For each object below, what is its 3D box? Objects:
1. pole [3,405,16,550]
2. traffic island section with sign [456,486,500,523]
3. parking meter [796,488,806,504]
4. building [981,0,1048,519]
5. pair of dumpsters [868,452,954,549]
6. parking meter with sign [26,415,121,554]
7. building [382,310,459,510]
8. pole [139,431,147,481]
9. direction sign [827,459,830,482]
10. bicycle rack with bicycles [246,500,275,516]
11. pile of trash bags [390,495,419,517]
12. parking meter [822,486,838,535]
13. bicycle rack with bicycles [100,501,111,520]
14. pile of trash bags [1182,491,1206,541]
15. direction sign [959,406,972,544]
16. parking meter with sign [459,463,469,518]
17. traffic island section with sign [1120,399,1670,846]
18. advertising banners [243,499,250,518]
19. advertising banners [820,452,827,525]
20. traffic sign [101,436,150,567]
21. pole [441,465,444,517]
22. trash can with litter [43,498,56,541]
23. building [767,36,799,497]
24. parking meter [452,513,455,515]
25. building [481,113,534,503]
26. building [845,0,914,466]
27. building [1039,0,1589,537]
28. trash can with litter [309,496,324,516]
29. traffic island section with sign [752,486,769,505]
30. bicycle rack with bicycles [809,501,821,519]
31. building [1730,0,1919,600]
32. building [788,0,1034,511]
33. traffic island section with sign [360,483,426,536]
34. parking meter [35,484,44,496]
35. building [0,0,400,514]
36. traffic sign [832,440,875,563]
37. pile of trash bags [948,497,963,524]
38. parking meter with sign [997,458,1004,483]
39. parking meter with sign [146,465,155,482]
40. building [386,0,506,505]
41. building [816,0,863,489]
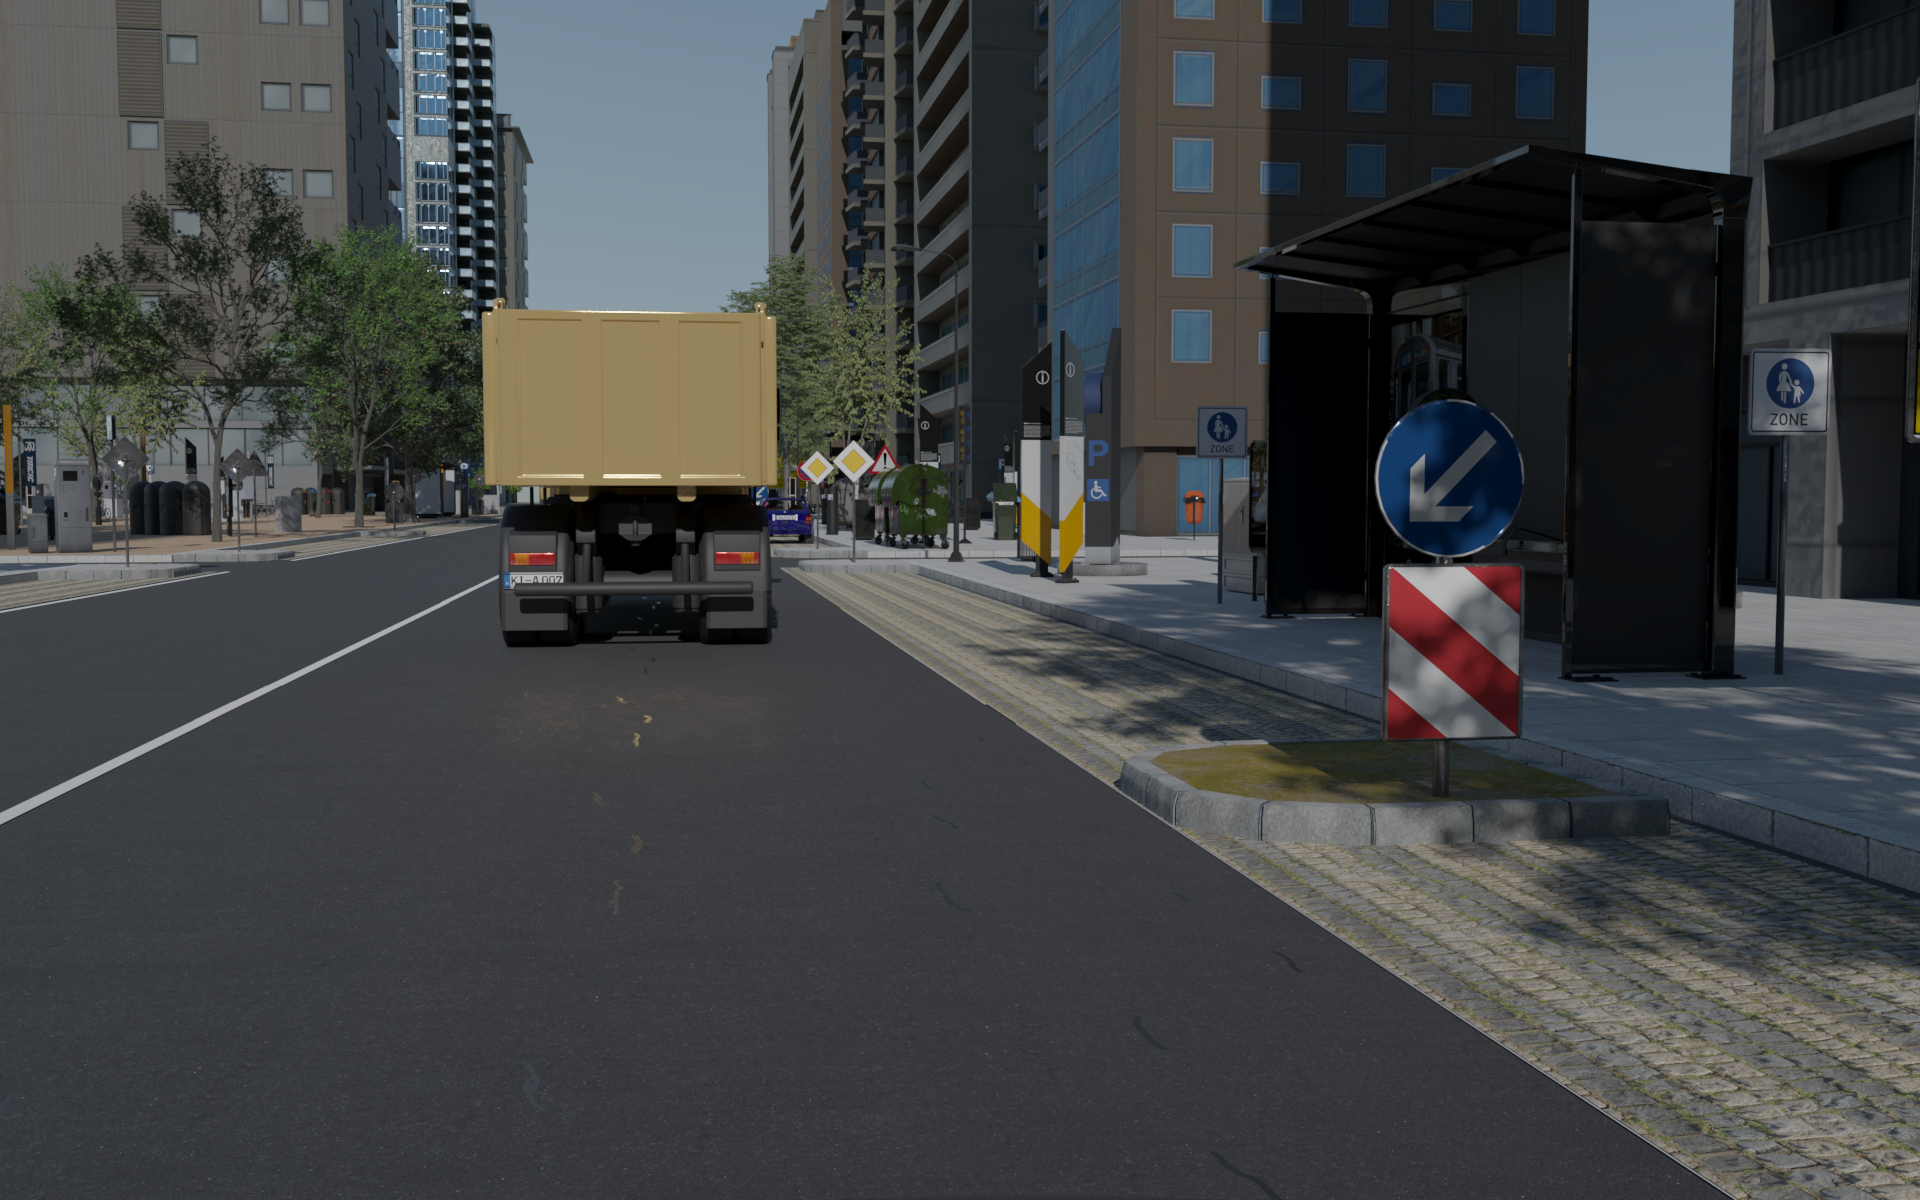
[{"bbox_3d":[-21.819,-2.808,39.754,0.158,3.312,0.155,0,3,0],"label":"pole"},{"bbox_3d":[-24.063,-4.764,86.526,1.989,1.847,2.006,-1,4,-10],"label":"traffic island section with sign"},{"bbox_3d":[-6.366,-3.727,69.340,0.372,1.533,0.369,0,3,0],"label":"parking meter"},{"bbox_3d":[9.361,-29.118,99.783,21.300,48.544,21.600,-1,4,-10],"label":"building"},{"bbox_3d":[-1.206,-2.418,42.020,1.574,2.255,4.437,-1,4,-10],"label":"pair of dumpsters"},{"bbox_3d":[-19.386,-2.540,37.791,1.738,3.016,0.543,-3,4,-37],"label":"parking meter with sign"},{"bbox_3d":[-59.369,-18.637,149.753,27.650,21.520,28.899,-1,4,-10],"label":"building"},{"bbox_3d":[-26.346,-3.794,55.867,0.158,3.312,0.155,0,3,0],"label":"pole"},{"bbox_3d":[-8.171,-7.357,112.287,0.876,3.537,0.379,0,4,-1],"label":"direction sign"},{"bbox_3d":[-41.627,-5.480,102.986,2.852,0.926,2.925,3,5,41],"label":"bicycle rack with bicycles"},{"bbox_3d":[-31.918,-5.512,99.874,1.912,1.369,3.447,-1,4,-15],"label":"pile of trash bags"},{"bbox_3d":[-4.003,-2.806,54.292,0.372,1.533,0.369,0,3,0],"label":"parking meter"},{"bbox_3d":[-43.611,-4.413,85.530,2.852,0.926,2.925,-3,5,-44],"label":"bicycle rack with bicycles"},{"bbox_3d":[7.864,-2.323,47.726,3.447,1.369,1.912,0,4,5],"label":"pile of trash bags"},{"bbox_3d":[0.121,-3.229,44.799,0.379,3.537,0.876,1,4,18],"label":"direction sign"},{"bbox_3d":[-27.342,-6.070,95.498,0.543,3.016,1.738,-1,4,-15],"label":"parking meter with sign"},{"bbox_3d":[1.820,0.039,7.990,1.989,1.847,2.006,-1,4,-10],"label":"traffic island section with sign"},{"bbox_3d":[-39.137,-6.058,95.228,0.090,3.025,2.074,0,4,-7],"label":"advertising banners"},{"bbox_3d":[-5.441,-4.646,72.146,0.090,3.025,2.074,-2,4,-28],"label":"advertising banners"},{"bbox_3d":[-14.554,-1.627,30.237,0.795,2.450,0.064,-1,4,-10],"label":"traffic sign"},{"bbox_3d":[-29.109,-6.330,97.340,0.158,3.312,0.155,0,3,0],"label":"pole"},{"bbox_3d":[-24.842,-2.226,47.790,1.055,1.170,0.624,3,5,42],"label":"trash can with litter"},{"bbox_3d":[-15.003,-42.169,231.466,21.231,58.520,28.212,-1,4,-10],"label":"building"},{"bbox_3d":[-31.085,-5.968,105.989,0.372,1.533,0.369,0,3,0],"label":"parking meter"},{"bbox_3d":[-74.745,-39.906,241.705,28.713,52.752,27.495,-1,4,-10],"label":"building"},{"bbox_3d":[2.754,-29.337,134.291,22.147,44.769,28.867,-1,4,-10],"label":"building"},{"bbox_3d":[11.018,-24.947,57.986,14.200,45.320,14.600,-1,4,-10],"label":"building"},{"bbox_3d":[-37.418,-5.459,100.634,0.624,1.170,1.055,0,4,1],"label":"trash can with litter"},{"bbox_3d":[-7.407,-3.308,62.713,1.989,1.847,2.006,-1,4,-10],"label":"traffic island section with sign"},{"bbox_3d":[-7.028,-5.354,100.919,2.925,0.926,2.852,-1,4,-11],"label":"bicycle rack with bicycles"},{"bbox_3d":[21.383,-35.332,15.927,20.563,71.187,20.611,-1,4,-10],"label":"building"},{"bbox_3d":[-5.609,-33.580,172.733,21.300,48.544,21.600,-1,4,-10],"label":"building"},{"bbox_3d":[-19.582,-3.139,59.944,1.989,1.847,2.006,-1,4,-10],"label":"traffic island section with sign"},{"bbox_3d":[-51.185,-5.543,96.338,0.399,1.863,0.255,1,4,20],"label":"parking meter"},{"bbox_3d":[-54.615,-32.527,121.059,28.713,52.752,27.495,-1,4,-10],"label":"building"},{"bbox_3d":[-1.983,-1.754,32.326,0.795,2.450,0.064,-1,4,-10],"label":"traffic sign"},{"bbox_3d":[-0.725,-4.025,75.556,1.912,1.369,3.447,3,4,37],"label":"pile of trash bags"},{"bbox_3d":[2.258,-5.455,85.452,0.543,3.016,1.738,1,4,12],"label":"parking meter with sign"},{"bbox_3d":[-47.889,-6.496,102.467,0.543,3.016,1.738,-2,4,-26],"label":"parking meter with sign"},{"bbox_3d":[-67.375,-55.024,212.309,22.319,86.520,31.000,-1,4,-10],"label":"building"},{"bbox_3d":[-5.232,-30.864,154.729,14.600,45.320,14.200,-1,4,-10],"label":"building"}]
